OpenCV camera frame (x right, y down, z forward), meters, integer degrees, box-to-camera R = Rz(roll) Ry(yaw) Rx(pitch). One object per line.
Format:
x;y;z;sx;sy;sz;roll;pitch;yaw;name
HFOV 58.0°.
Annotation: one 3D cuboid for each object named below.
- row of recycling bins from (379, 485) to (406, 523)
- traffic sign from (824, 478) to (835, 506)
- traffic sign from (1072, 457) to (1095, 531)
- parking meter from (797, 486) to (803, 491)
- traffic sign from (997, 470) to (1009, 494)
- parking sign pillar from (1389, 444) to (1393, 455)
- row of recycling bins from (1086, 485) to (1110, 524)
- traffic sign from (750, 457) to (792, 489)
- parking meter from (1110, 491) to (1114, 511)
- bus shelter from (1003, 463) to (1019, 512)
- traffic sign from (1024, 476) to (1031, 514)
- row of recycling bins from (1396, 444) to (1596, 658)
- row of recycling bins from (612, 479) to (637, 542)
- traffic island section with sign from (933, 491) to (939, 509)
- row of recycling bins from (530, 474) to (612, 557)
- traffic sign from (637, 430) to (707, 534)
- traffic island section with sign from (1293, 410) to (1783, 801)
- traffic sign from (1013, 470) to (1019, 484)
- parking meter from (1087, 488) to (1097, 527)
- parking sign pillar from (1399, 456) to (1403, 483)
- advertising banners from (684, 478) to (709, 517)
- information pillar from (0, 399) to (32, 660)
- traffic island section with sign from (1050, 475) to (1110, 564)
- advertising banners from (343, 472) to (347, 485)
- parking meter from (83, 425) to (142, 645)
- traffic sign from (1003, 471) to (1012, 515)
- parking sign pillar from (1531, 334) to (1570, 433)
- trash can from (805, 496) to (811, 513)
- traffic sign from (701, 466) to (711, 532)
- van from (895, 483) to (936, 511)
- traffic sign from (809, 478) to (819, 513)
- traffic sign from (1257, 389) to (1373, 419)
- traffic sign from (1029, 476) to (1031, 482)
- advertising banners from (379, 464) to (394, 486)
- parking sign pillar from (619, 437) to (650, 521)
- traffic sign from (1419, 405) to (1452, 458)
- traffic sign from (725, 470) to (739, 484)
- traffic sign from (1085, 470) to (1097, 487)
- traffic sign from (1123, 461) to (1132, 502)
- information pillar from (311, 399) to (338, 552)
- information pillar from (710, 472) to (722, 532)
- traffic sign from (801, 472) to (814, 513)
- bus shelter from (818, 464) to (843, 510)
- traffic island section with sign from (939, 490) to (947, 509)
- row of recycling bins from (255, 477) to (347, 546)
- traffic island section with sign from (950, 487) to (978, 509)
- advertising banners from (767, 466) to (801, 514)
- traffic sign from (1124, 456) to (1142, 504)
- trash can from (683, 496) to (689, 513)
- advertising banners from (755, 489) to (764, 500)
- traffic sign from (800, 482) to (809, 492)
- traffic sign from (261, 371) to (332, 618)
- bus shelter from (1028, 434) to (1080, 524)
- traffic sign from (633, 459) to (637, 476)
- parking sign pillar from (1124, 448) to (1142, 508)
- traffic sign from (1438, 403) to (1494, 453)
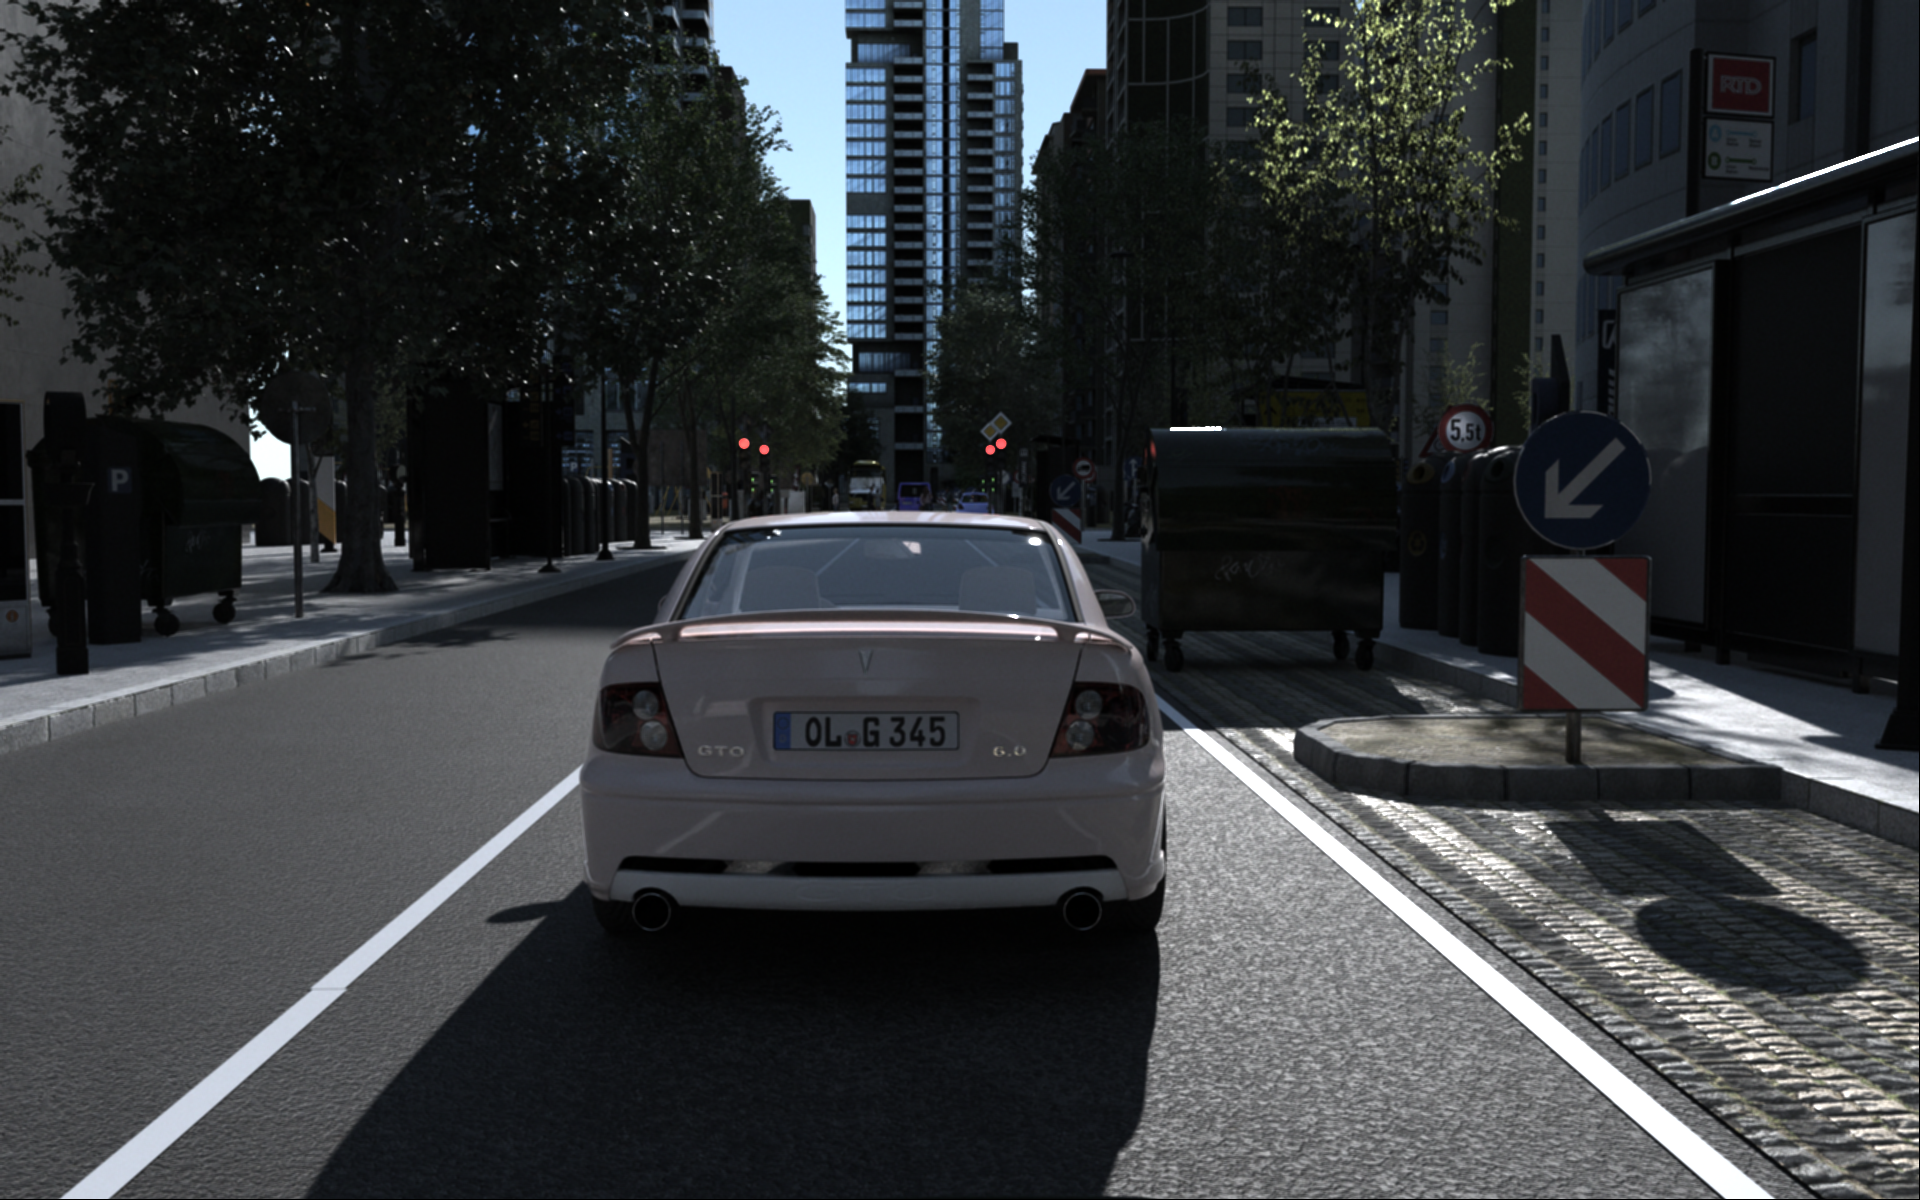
-25.812;-4.182;75.494;1.069;1.692;3.534;3;5;41;row of recycling bins
-9.270;-7.472;123.345;0.795;2.450;0.064;0;4;4;traffic sign
4.227;-3.623;59.338;0.768;2.556;0.104;0;4;1;traffic sign
-11.160;-7.026;120.592;0.399;1.863;0.255;2;4;35;parking meter
2.237;-5.622;92.029;0.768;2.556;0.104;0;4;4;traffic sign
22.460;-6.379;92.761;1.447;3.967;1.447;1;4;10;parking sign pillar
6.056;-4.259;76.739;1.069;1.692;3.534;0;4;2;row of recycling bins
-10.263;-6.135;94.176;2.265;3.308;0.079;0;4;1;traffic sign
11.444;-7.426;129.819;0.372;1.533;0.369;0;3;0;parking meter
3.361;-8.150;124.541;1.731;3.624;6.357;0;4;-2;bus shelter
4.129;-6.762;110.657;0.768;2.556;0.104;0;4;5;traffic sign
4.691;-0.497;15.241;1.069;1.692;3.534;0;4;1;row of recycling bins
-9.491;-2.399;46.333;1.069;1.692;3.534;0;4;7;row of recycling bins
-1.694;-9.785;168.618;1.989;1.847;2.006;0;4;-2;traffic island section with sign
-8.390;-1.827;36.984;1.069;1.692;3.534;0;4;0;row of recycling bins
-9.144;-3.738;54.987;2.265;3.308;0.079;0;4;5;traffic sign
2.821;-0.022;8.980;1.989;1.847;2.006;0;4;-2;traffic island section with sign
3.085;-5.388;88.199;0.768;2.556;0.104;0;4;0;traffic sign
5.110;-3.591;67.127;0.372;1.533;0.369;0;3;0;parking meter
30.961;-8.199;122.533;1.447;3.967;1.447;2;4;29;parking sign pillar
-13.735;-5.858;91.974;2.074;3.025;0.090;0;4;-3;advertising banners
-7.466;-0.548;13.450;0.304;2.012;0.304;2;4;31;information pillar
2.043;-1.690;36.259;1.989;1.847;2.006;0;4;-2;traffic island section with sign
-49.859;-8.702;138.471;2.074;3.025;0.090;-1;4;-22;advertising banners
-7.276;-0.561;14.887;0.255;1.863;0.399;2;4;30;parking meter
2.429;-5.736;93.887;0.768;2.556;0.104;0;4;6;traffic sign
9.796;-2.463;28.747;1.447;3.967;1.447;1;4;12;parking sign pillar
-11.870;-7.359;131.967;0.748;1.137;0.748;0;3;0;trash can
-8.765;-3.592;58.732;0.884;2.594;0.081;0;4;-1;traffic sign
-2.441;-5.490;94.138;2.240;2.365;5.245;0;4;-1;van
-9.234;-6.590;107.747;0.884;2.594;0.081;0;4;0;traffic sign
6.881;-2.437;33.719;2.265;3.308;0.079;0;4;-1;traffic sign
4.848;-7.293;119.339;0.768;2.556;0.104;0;4;7;traffic sign
-33.868;-6.508;102.596;0.090;3.025;2.074;1;4;11;advertising banners
-15.434;-5.714;81.898;1.447;3.967;1.447;1;4;8;parking sign pillar
7.125;-1.546;25.279;0.884;2.594;0.081;0;4;1;traffic sign
-12.000;-5.574;91.234;0.768;2.556;0.104;0;4;4;traffic sign
5.929;-4.886;79.996;0.768;2.556;0.104;0;4;7;traffic sign
6.317;-4.026;65.923;0.768;2.556;0.104;0;4;5;traffic sign
-14.023;-2.863;38.161;0.504;3.616;0.183;-1;4;-9;information pillar
-8.175;-3.280;58.120;0.304;2.012;0.304;1;4;16;information pillar
-8.746;-6.061;99.208;0.768;2.556;0.104;0;4;3;traffic sign
-10.336;-9.031;138.941;1.731;3.624;6.357;0;4;-2;bus shelter
-0.287;-6.732;118.699;1.989;1.847;2.006;0;4;-2;traffic island section with sign
-16.814;-2.284;44.459;1.069;1.692;3.534;1;4;11;row of recycling bins
0.478;-5.084;91.754;1.989;1.847;2.006;0;4;-2;traffic island section with sign
-10.869;-6.783;107.094;2.074;3.025;0.090;0;4;6;advertising banners
5.863;-3.544;58.046;0.768;2.556;0.104;0;4;6;traffic sign
-18.292;-6.305;114.737;0.748;1.137;0.748;0;3;0;trash can
-14.656;-8.122;128.974;2.074;3.025;0.090;0;4;8;advertising banners
-11.458;-7.810;127.693;0.884;2.594;0.081;0;4;3;traffic sign
-6.856;-1.088;17.894;0.768;2.556;0.104;0;4;6;traffic sign
3.863;-4.892;71.262;1.731;3.624;6.357;0;4;-2;bus shelter
-10.609;-3.547;58.099;0.768;2.556;0.104;0;4;8;traffic sign
9.889;-6.648;97.168;1.447;3.967;1.447;1;4;20;parking sign pillar
7.093;-1.484;24.378;0.768;2.556;0.104;0;4;5;traffic sign
